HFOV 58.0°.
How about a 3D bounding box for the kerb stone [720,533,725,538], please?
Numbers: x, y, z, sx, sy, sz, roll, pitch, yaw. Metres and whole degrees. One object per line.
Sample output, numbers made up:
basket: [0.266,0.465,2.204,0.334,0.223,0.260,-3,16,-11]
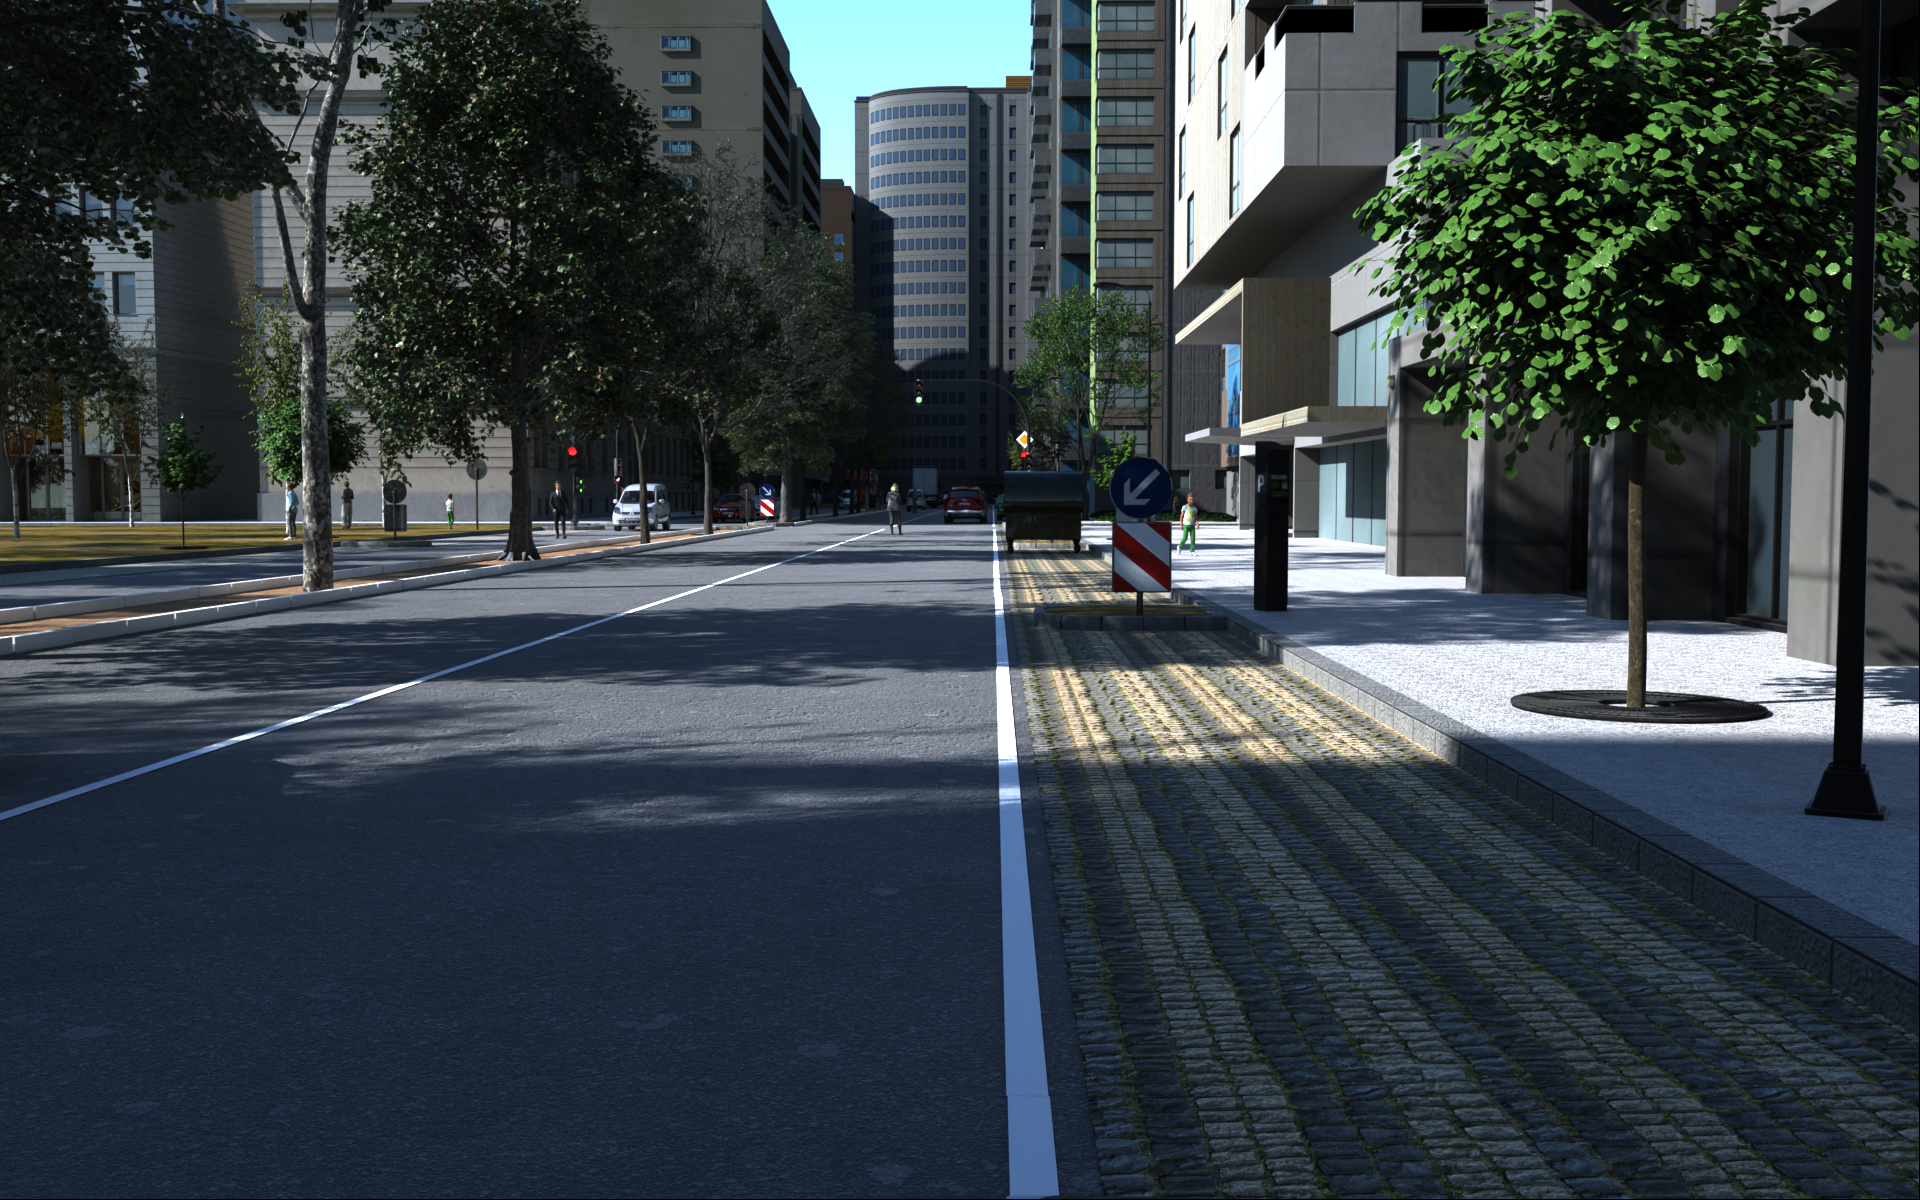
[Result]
kerb stone: [-7.814,-2.073,56.081,0.120,0.150,1.000,0,4,1]

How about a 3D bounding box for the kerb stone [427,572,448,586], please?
kerb stone: [-8.353,-0.317,27.381,0.120,0.150,1.000,0,4,1]

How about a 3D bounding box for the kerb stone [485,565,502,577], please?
kerb stone: [-8.298,-0.505,30.456,0.120,0.150,1.000,0,4,1]

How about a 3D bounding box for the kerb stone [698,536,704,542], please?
kerb stone: [-7.893,-1.821,51.965,0.120,0.150,1.000,0,4,1]

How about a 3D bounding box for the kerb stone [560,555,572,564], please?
kerb stone: [-8.205,-0.818,35.573,0.120,0.150,1.000,0,4,1]

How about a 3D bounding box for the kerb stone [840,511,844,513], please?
kerb stone: [-8.631,-6.241,124.338,0.120,0.150,1.000,0,4,1]

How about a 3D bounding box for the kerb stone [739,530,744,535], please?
kerb stone: [-7.740,-2.318,60.172,0.120,0.150,1.000,0,4,1]

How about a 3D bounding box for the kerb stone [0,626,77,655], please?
kerb stone: [-8.563,0.377,16.103,0.120,0.150,1.000,0,4,1]

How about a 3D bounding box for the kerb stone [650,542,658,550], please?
kerb stone: [-8.024,-1.382,44.787,0.120,0.150,1.000,0,4,1]

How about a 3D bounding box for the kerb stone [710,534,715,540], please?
kerb stone: [-7.852,-1.946,54.019,0.120,0.150,1.000,0,4,1]

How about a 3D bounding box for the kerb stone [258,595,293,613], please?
kerb stone: [-8.468,0.059,21.235,0.120,0.150,1.000,0,4,1]

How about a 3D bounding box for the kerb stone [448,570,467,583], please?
kerb stone: [-8.337,-0.380,28.403,0.120,0.150,1.000,0,4,1]

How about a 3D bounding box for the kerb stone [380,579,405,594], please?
kerb stone: [-8.386,-0.192,25.327,0.120,0.150,1.000,0,4,1]

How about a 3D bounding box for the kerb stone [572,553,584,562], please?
kerb stone: [-8.177,-0.876,36.595,0.120,0.150,1.000,0,4,1]

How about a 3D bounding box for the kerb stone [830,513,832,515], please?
kerb stone: [-8.812,-5.682,115.121,0.120,0.150,1.000,0,4,1]

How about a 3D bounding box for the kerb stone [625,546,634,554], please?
kerb stone: [-8.083,-1.192,41.717,0.120,0.150,1.000,0,4,1]

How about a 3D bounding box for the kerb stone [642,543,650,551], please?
kerb stone: [-8.048,-1.319,43.765,0.120,0.150,1.000,0,4,1]

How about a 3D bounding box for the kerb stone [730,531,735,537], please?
kerb stone: [-7.784,-2.196,58.129,0.120,0.150,1.000,0,4,1]

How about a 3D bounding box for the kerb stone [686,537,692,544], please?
kerb stone: [-7.934,-1.695,49.911,0.120,0.150,1.000,0,4,1]

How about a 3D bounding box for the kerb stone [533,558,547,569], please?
kerb stone: [-8.234,-0.686,33.530,0.120,0.150,1.000,0,4,1]

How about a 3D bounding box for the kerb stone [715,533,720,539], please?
kerb stone: [-7.835,-2.009,55.046,0.120,0.150,1.000,0,4,1]

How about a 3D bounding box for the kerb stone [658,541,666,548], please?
kerb stone: [-8.004,-1.444,45.812,0.120,0.150,1.000,0,4,1]

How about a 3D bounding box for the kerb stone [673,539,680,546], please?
kerb stone: [-7.967,-1.570,47.857,0.120,0.150,1.000,0,4,1]

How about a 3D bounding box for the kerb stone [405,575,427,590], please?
kerb stone: [-8.368,-0.254,26.355,0.120,0.150,1.000,0,4,1]

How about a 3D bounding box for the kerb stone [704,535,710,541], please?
kerb stone: [-7.872,-1.884,52.992,0.120,0.150,1.000,0,4,1]

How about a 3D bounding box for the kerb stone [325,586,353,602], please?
kerb stone: [-8.437,-0.066,23.281,0.120,0.150,1.000,0,4,1]

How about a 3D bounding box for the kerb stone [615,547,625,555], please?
kerb stone: [-8.106,-1.131,40.687,0.120,0.150,1.000,0,4,1]

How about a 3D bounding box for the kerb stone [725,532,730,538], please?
kerb stone: [-7.793,-2.133,57.102,0.120,0.150,1.000,0,4,1]

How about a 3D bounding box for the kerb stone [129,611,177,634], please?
kerb stone: [-8.531,0.249,18.157,0.120,0.150,1.000,0,4,1]

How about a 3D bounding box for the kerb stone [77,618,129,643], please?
kerb stone: [-8.554,0.310,17.132,0.120,0.150,1.000,0,4,1]

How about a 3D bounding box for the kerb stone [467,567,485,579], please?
kerb stone: [-8.318,-0.442,29.425,0.120,0.150,1.000,0,4,1]

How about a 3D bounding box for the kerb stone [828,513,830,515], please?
kerb stone: [-8.820,-5.620,114.086,0.120,0.150,1.000,0,4,1]

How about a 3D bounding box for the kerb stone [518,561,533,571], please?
kerb stone: [-8.264,-0.631,32.508,0.120,0.150,1.000,0,4,1]

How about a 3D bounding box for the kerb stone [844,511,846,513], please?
kerb stone: [-8.594,-6.373,126.390,0.120,0.150,1.000,0,4,1]

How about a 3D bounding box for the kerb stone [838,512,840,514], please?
kerb stone: [-8.689,-6.060,121.268,0.120,0.150,1.000,0,4,1]

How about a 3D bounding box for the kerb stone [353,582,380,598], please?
kerb stone: [-8.415,-0.129,24.303,0.120,0.150,1.000,0,4,1]

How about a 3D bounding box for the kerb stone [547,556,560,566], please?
kerb stone: [-8.221,-0.750,34.551,0.120,0.150,1.000,0,4,1]

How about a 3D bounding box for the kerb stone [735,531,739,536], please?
kerb stone: [-7.757,-2.255,59.151,0.120,0.150,1.000,0,4,1]

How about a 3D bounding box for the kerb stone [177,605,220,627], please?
kerb stone: [-8.507,0.184,19.184,0.120,0.150,1.000,0,4,1]

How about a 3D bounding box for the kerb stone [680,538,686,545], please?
kerb stone: [-7.946,-1.626,48.885,0.120,0.150,1.000,0,4,1]

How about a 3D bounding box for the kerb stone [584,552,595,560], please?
kerb stone: [-8.164,-0.943,37.617,0.120,0.150,1.000,0,4,1]

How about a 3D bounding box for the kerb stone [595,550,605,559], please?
kerb stone: [-8.153,-0.998,38.640,0.120,0.150,1.000,0,4,1]

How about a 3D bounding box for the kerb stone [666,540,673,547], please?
kerb stone: [-7.987,-1.507,46.835,0.120,0.150,1.000,0,4,1]

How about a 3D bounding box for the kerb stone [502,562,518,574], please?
kerb stone: [-8.279,-0.566,31.482,0.120,0.150,1.000,0,4,1]

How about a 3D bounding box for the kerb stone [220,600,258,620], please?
kerb stone: [-8.488,0.124,20.206,0.120,0.150,1.000,0,4,1]

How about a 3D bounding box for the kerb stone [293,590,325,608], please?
kerb stone: [-8.444,-0.004,22.257,0.120,0.150,1.000,0,4,1]

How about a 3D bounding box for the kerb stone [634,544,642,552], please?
kerb stone: [-8.062,-1.257,42.743,0.120,0.150,1.000,0,4,1]

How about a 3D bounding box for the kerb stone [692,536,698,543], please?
kerb stone: [-7.915,-1.758,50.935,0.120,0.150,1.000,0,4,1]

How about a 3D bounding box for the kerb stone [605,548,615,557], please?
kerb stone: [-8.125,-1.060,39.663,0.120,0.150,1.000,0,4,1]
